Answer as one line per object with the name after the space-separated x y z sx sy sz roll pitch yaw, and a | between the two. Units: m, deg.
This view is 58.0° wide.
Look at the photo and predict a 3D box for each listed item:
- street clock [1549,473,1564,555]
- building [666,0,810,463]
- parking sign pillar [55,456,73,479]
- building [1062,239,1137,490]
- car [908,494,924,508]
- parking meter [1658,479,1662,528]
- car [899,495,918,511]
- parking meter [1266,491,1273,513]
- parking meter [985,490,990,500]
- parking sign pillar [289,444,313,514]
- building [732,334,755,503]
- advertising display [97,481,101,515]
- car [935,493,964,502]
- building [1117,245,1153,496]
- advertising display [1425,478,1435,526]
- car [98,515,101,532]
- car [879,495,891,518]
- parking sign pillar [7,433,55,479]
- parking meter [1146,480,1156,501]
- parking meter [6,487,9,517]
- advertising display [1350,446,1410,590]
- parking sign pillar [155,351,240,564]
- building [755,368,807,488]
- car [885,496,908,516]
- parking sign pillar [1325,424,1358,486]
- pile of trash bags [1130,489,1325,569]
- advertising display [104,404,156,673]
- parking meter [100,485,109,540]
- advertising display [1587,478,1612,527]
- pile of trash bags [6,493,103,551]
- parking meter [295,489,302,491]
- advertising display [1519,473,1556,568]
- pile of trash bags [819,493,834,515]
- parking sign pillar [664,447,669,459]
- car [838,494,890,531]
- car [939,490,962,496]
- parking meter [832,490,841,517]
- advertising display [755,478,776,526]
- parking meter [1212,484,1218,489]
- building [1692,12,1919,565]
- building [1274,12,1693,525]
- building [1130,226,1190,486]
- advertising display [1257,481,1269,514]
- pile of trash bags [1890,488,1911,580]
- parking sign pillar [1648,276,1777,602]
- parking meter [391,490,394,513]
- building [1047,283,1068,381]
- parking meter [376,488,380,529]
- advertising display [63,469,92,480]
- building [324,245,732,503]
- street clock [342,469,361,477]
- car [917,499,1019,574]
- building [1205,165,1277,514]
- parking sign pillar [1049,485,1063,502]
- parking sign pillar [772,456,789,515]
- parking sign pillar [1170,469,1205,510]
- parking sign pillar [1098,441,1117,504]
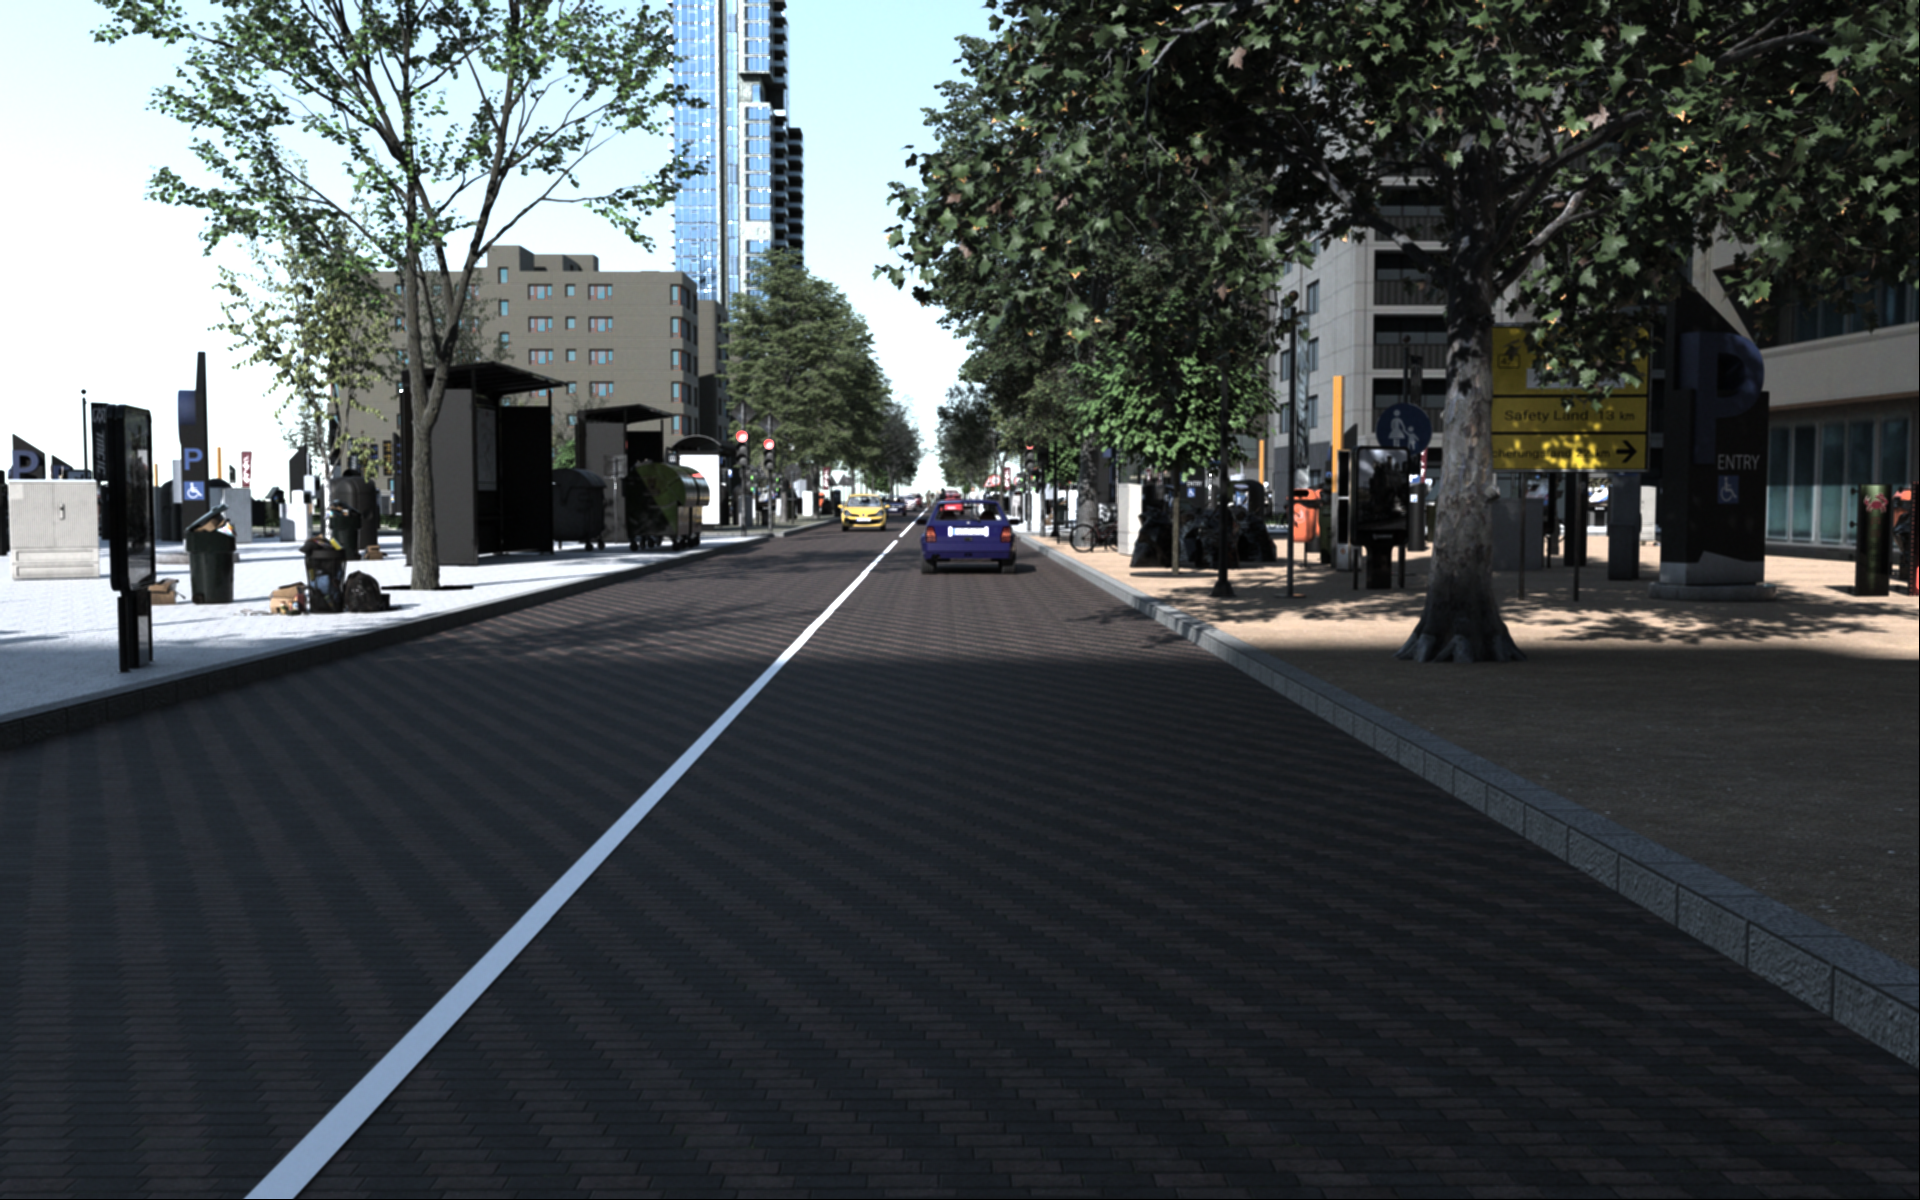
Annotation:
12.550 -1.955 36.541 0.358 2.002 0.471 1 4 12 | street clock
-34.833 -58.883 275.414 22.319 86.520 31.000 0 4 -1 | building
-60.656 -7.871 117.158 1.447 3.967 1.447 -2 4 -35 | parking sign pillar
26.678 -38.928 256.086 23.786 49.044 30.456 0 4 -1 | building
-4.858 -10.604 182.413 2.155 1.783 4.494 0 4 0 | car
26.752 -3.671 65.729 0.255 1.863 0.399 -2 4 -33 | parking meter
-4.725 -8.471 150.866 2.083 1.381 4.827 0 4 -1 | car
18.025 -5.651 100.798 0.372 1.533 0.369 0 3 0 | parking meter
1.848 -6.648 117.109 0.372 1.533 0.369 0 3 0 | parking meter
-35.507 -6.409 93.257 1.447 3.967 1.447 2 4 29 | parking sign pillar
-36.737 -20.345 177.688 27.650 21.520 28.899 0 4 -1 | building
-39.047 -4.441 77.825 0.123 1.923 0.974 2 4 27 | advertising display
-0.625 -6.694 118.494 2.155 1.783 4.494 0 4 -1 | car
26.976 -53.037 179.823 22.319 86.520 31.000 0 4 -1 | building
18.488 -3.871 68.506 0.123 1.923 0.974 -1 4 -14 | advertising display
-29.851 -2.657 56.018 3.894 1.354 1.945 0 3 0 | car
-5.154 -5.598 103.531 2.014 1.417 4.499 0 4 -2 | car
-41.240 -5.396 76.697 1.447 3.967 1.447 -1 4 -11 | parking sign pillar
8.133 -4.164 73.791 0.399 1.863 0.255 -2 4 -25 | parking meter
-27.726 -2.570 50.427 0.372 1.533 0.369 0 3 0 | parking meter
5.664 -1.110 23.368 0.974 1.923 0.123 -2 4 -30 | advertising display
-14.207 -2.672 32.161 1.447 3.967 1.447 -1 4 -21 | parking sign pillar
-36.582 -24.561 246.603 27.650 21.520 28.899 0 4 -1 | building
-4.371 -6.181 113.643 1.945 1.354 3.894 0 4 -1 | car
14.528 -4.744 66.030 1.447 3.967 1.447 -2 4 -35 | parking sign pillar
4.624 -1.263 30.404 3.447 1.369 1.912 2 4 25 | pile of trash bags
-6.128 -0.466 12.832 0.123 1.923 0.974 -1 4 -14 | advertising display
-23.973 -2.466 48.732 0.372 1.533 0.369 0 3 0 | parking meter
25.307 -3.869 68.472 0.974 1.923 0.123 3 4 36 | advertising display
-21.299 -1.841 39.846 3.447 1.369 1.912 1 4 11 | pile of trash bags
-34.959 -5.083 91.516 0.372 1.533 0.369 0 3 0 | parking meter
10.092 -1.536 30.328 0.123 1.923 0.974 -1 4 -14 | advertising display
-8.764 -6.004 107.920 1.912 1.369 3.447 0 4 0 | pile of trash bags
-16.770 -6.795 99.571 1.447 3.967 1.447 -1 4 -18 | parking sign pillar
-3.748 -3.522 67.813 2.015 1.641 3.980 0 4 -2 | car
-0.932 -9.804 168.974 2.281 1.827 5.304 0 4 0 | car
-6.886 -5.449 97.495 0.372 1.533 0.369 0 3 0 | parking meter
-7.932 -4.004 70.671 0.974 1.923 0.123 -3 5 -45 | advertising display
14.800 -5.804 100.612 0.399 1.863 0.255 1 4 23 | parking meter
26.596 -24.603 25.959 21.300 48.544 21.600 0 4 -1 | building
27.036 -39.268 80.281 20.611 71.187 20.563 0 4 -1 | building
27.148 -30.328 150.489 22.147 44.769 28.867 0 4 -1 | building
15.207 -5.067 88.061 0.974 1.923 0.123 0 4 -1 | advertising display
14.972 -0.995 26.019 1.912 1.369 3.447 0 4 1 | pile of trash bags
9.220 -1.997 21.123 1.447 3.967 1.447 -2 4 -24 | parking sign pillar
-30.837 -5.266 94.511 0.372 1.533 0.369 0 3 0 | parking meter
24.630 -40.304 282.667 21.300 48.544 21.600 0 4 -1 | building
-21.414 -3.361 63.355 0.372 1.533 0.369 0 3 0 | parking meter
-23.016 -2.447 45.223 0.123 1.923 0.974 1 4 11 | advertising display
-35.482 -18.582 148.848 27.650 21.520 28.899 0 4 -1 | building
-17.608 -2.789 50.174 0.471 2.002 0.358 1 4 13 | street clock
0.148 -1.212 32.395 1.945 1.354 3.894 0 3 0 | car
22.216 -20.888 113.215 14.160 30.474 14.107 0 4 -1 | building
6.338 -7.693 114.253 1.447 3.967 1.447 -1 4 -16 | parking sign pillar
-11.271 -7.371 108.989 1.447 3.967 1.447 2 4 29 | parking sign pillar
8.455 -4.635 64.249 1.447 3.967 1.447 -2 4 -29 | parking sign pillar
5.114 -4.388 60.218 1.447 3.967 1.447 1 4 16 | parking sign pillar
